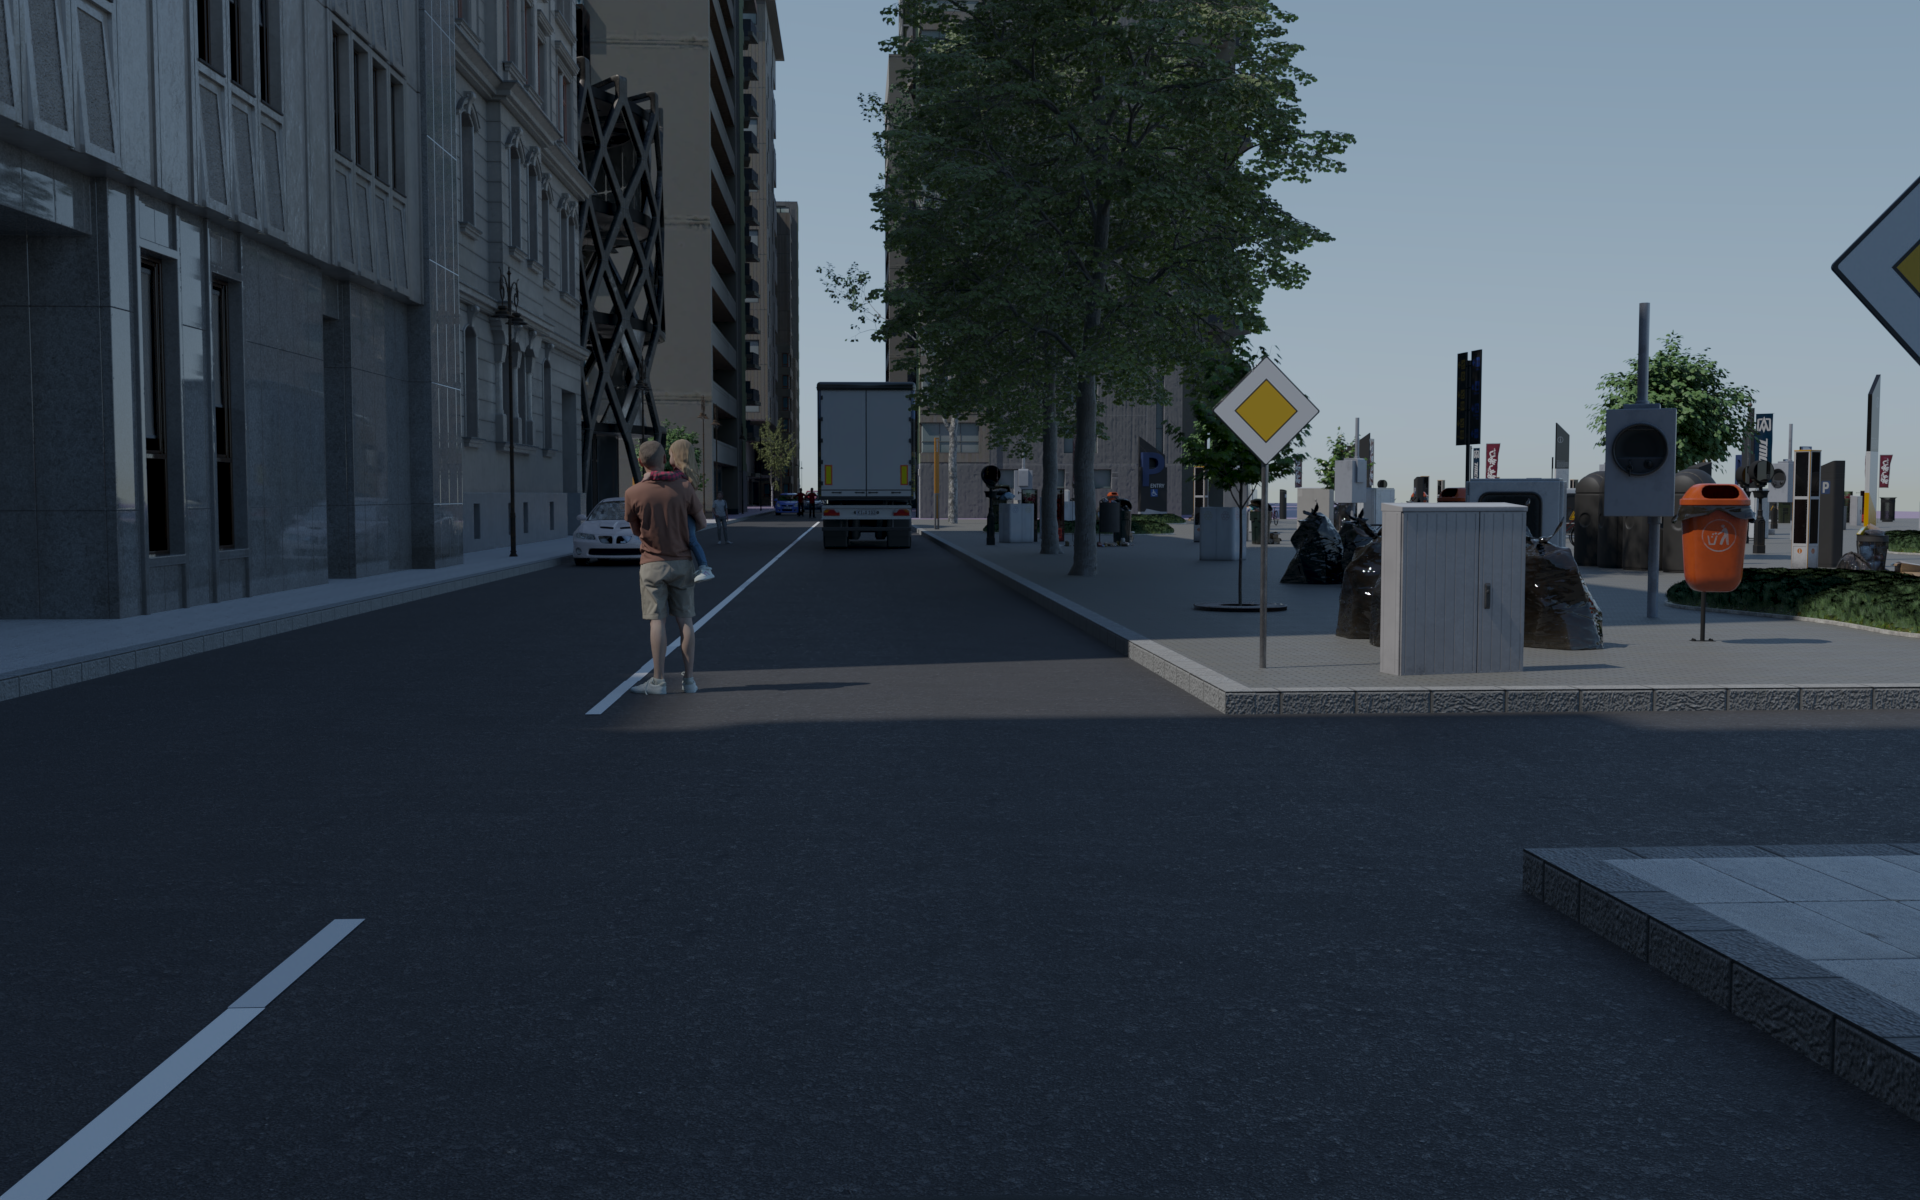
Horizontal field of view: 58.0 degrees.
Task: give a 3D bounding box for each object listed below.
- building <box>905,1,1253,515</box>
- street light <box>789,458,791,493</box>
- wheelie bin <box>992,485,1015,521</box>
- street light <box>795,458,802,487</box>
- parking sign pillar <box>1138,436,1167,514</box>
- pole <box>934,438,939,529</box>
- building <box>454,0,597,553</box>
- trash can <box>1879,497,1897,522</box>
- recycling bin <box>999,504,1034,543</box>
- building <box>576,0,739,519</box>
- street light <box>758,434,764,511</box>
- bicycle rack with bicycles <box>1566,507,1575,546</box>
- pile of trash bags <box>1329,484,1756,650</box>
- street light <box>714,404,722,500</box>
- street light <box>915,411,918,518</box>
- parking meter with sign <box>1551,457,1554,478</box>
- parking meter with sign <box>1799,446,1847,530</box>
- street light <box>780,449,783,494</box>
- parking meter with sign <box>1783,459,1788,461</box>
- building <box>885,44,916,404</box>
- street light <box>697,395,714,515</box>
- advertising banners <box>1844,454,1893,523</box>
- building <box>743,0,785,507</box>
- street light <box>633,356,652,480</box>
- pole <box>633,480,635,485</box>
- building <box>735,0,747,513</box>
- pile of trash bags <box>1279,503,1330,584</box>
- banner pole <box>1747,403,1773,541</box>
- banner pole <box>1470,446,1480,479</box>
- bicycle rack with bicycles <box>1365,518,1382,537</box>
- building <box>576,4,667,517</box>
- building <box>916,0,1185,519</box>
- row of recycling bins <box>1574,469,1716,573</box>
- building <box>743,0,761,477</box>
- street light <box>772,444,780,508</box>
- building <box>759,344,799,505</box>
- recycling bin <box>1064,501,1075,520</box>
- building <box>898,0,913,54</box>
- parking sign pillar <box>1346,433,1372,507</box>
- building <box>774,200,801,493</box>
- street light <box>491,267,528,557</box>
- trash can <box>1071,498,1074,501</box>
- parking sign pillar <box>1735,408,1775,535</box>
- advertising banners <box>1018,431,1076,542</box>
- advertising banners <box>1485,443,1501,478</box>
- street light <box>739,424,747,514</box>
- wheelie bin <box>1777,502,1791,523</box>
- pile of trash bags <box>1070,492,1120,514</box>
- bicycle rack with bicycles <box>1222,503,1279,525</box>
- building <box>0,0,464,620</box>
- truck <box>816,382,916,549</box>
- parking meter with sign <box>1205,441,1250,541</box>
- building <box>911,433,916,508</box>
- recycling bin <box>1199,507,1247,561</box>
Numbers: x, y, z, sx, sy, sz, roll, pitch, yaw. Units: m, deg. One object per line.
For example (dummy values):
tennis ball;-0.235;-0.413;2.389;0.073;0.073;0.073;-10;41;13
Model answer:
building;7.474;-28.379;118.619;22.147;44.769;28.867;0;4;-4
street light;-19.210;-13.592;195.017;0.468;5.910;1.993;0;4;-4
wheelie bin;1.455;-3.220;60.554;0.980;1.594;0.693;1;4;18
street light;-20.529;-14.992;217.901;0.468;5.910;1.993;0;4;-4
parking sign pillar;8.989;-5.648;80.813;1.447;3.967;1.447;-1;4;-14
pole;-0.842;-4.213;62.728;0.158;3.312;0.155;0;3;0
building;-17.290;-15.591;42.296;14.401;28.519;23.554;0;4;-4
trash can;42.807;-4.175;79.910;0.748;1.137;0.748;0;3;0
recycling bin;1.487;-2.031;45.758;0.722;1.027;0.722;-1;4;-22
building;-23.933;-28.941;96.889;21.300;48.544;21.600;0;4;-4
street light;-15.465;-9.884;134.389;0.468;5.910;1.993;0;4;-4
bicycle rack with bicycles;16.008;-2.033;46.626;2.852;0.926;2.925;0;4;6
pile of trash bags;5.056;-0.323;15.038;3.447;1.369;1.912;0;4;8
street light;-12.460;-7.089;88.688;0.468;5.910;1.993;0;4;-4
street light;-2.354;-7.435;94.355;0.468;5.910;1.993;0;4;-4
parking meter with sign;27.005;-5.218;81.574;1.738;3.016;0.543;1;4;17
parking meter with sign;31.140;-4.047;62.426;0.543;3.016;1.738;-2;4;-24
street light;-17.720;-12.165;171.693;0.468;5.910;1.993;0;4;-4
parking meter with sign;41.516;-5.457;85.478;0.543;3.016;1.738;-2;4;-26
building;2.878;-34.311;184.684;21.300;48.544;21.600;0;4;-4
street light;-11.947;-6.602;80.723;0.468;5.910;1.993;0;4;-4
advertising banners;40.239;-4.939;76.948;2.074;3.025;0.090;1;4;23
building;-33.237;-36.312;182.934;28.713;52.752;27.495;0;4;-4
street light;-10.629;-5.220;58.131;0.468;5.910;1.993;0;4;-4
pole;-15.749;-5.508;83.892;0.158;3.312;0.155;0;3;0
building;-21.784;-26.409;115.378;14.154;41.232;14.086;0;4;-4
pile of trash bags;6.004;-0.875;24.058;1.912;1.369;3.447;-2;4;-24
banner pole;21.811;-3.510;47.401;0.401;3.779;0.863;-3;5;-43
banner pole;24.505;-5.663;82.613;0.401;3.779;0.863;-2;4;-24
bicycle rack with bicycles;10.371;-1.536;38.499;2.852;0.926;2.925;-3;5;-42
building;-19.354;-11.939;62.650;16.820;18.784;16.811;0;4;-4
building;4.487;-25.270;96.752;14.154;41.232;14.086;0;4;-4
row of recycling bins;11.660;-1.377;29.632;1.069;1.692;3.534;-1;4;-10
building;-27.396;-29.528;137.414;22.147;44.769;28.867;0;4;-4
street light;-16.824;-11.266;156.978;0.468;5.910;1.993;0;4;-4
building;-34.263;-22.538;213.532;27.650;21.520;28.899;0;4;-4
recycling bin;3.752;-2.920;60.299;0.722;1.027;0.722;-1;4;-13
building;-0.038;-48.788;235.941;20.563;71.187;20.611;0;4;-4
parking sign pillar;17.536;-5.392;76.632;1.447;3.967;1.447;2;4;33
building;-29.018;-33.712;234.790;14.154;41.232;14.086;0;4;-4
street light;-9.162;-3.827;35.356;0.468;5.910;1.993;0;4;-4
trash can;4.593;-3.330;66.093;0.748;1.137;0.748;0;3;0
parking sign pillar;25.041;-4.056;54.782;1.447;3.967;1.447;1;4;15
advertising banners;2.549;-3.080;46.542;2.074;3.025;0.090;-1;4;-17
advertising banners;17.737;-3.908;60.080;2.074;3.025;0.090;3;5;42
street light;-14.002;-8.481;111.457;0.468;5.910;1.993;0;4;-4
wheelie bin;36.359;-4.179;76.240;0.980;1.594;0.693;1;4;20
pile of trash bags;6.108;-4.525;83.738;3.447;1.369;1.912;-1;4;-21
bicycle rack with bicycles;11.808;-3.558;71.562;2.852;0.926;2.925;0;4;1
building;-14.484;-12.400;20.765;12.078;24.808;19.932;0;4;-4
truck;-2.576;-3.664;48.816;2.839;4.237;11.283;0;4;-2
parking meter with sign;7.554;-3.118;47.238;1.738;3.016;0.543;1;4;15
building;5.439;-51.039;147.154;22.319;86.520;31.000;0;4;-4
recycling bin;5.107;-1.288;33.620;0.722;1.027;0.722;2;4;30
